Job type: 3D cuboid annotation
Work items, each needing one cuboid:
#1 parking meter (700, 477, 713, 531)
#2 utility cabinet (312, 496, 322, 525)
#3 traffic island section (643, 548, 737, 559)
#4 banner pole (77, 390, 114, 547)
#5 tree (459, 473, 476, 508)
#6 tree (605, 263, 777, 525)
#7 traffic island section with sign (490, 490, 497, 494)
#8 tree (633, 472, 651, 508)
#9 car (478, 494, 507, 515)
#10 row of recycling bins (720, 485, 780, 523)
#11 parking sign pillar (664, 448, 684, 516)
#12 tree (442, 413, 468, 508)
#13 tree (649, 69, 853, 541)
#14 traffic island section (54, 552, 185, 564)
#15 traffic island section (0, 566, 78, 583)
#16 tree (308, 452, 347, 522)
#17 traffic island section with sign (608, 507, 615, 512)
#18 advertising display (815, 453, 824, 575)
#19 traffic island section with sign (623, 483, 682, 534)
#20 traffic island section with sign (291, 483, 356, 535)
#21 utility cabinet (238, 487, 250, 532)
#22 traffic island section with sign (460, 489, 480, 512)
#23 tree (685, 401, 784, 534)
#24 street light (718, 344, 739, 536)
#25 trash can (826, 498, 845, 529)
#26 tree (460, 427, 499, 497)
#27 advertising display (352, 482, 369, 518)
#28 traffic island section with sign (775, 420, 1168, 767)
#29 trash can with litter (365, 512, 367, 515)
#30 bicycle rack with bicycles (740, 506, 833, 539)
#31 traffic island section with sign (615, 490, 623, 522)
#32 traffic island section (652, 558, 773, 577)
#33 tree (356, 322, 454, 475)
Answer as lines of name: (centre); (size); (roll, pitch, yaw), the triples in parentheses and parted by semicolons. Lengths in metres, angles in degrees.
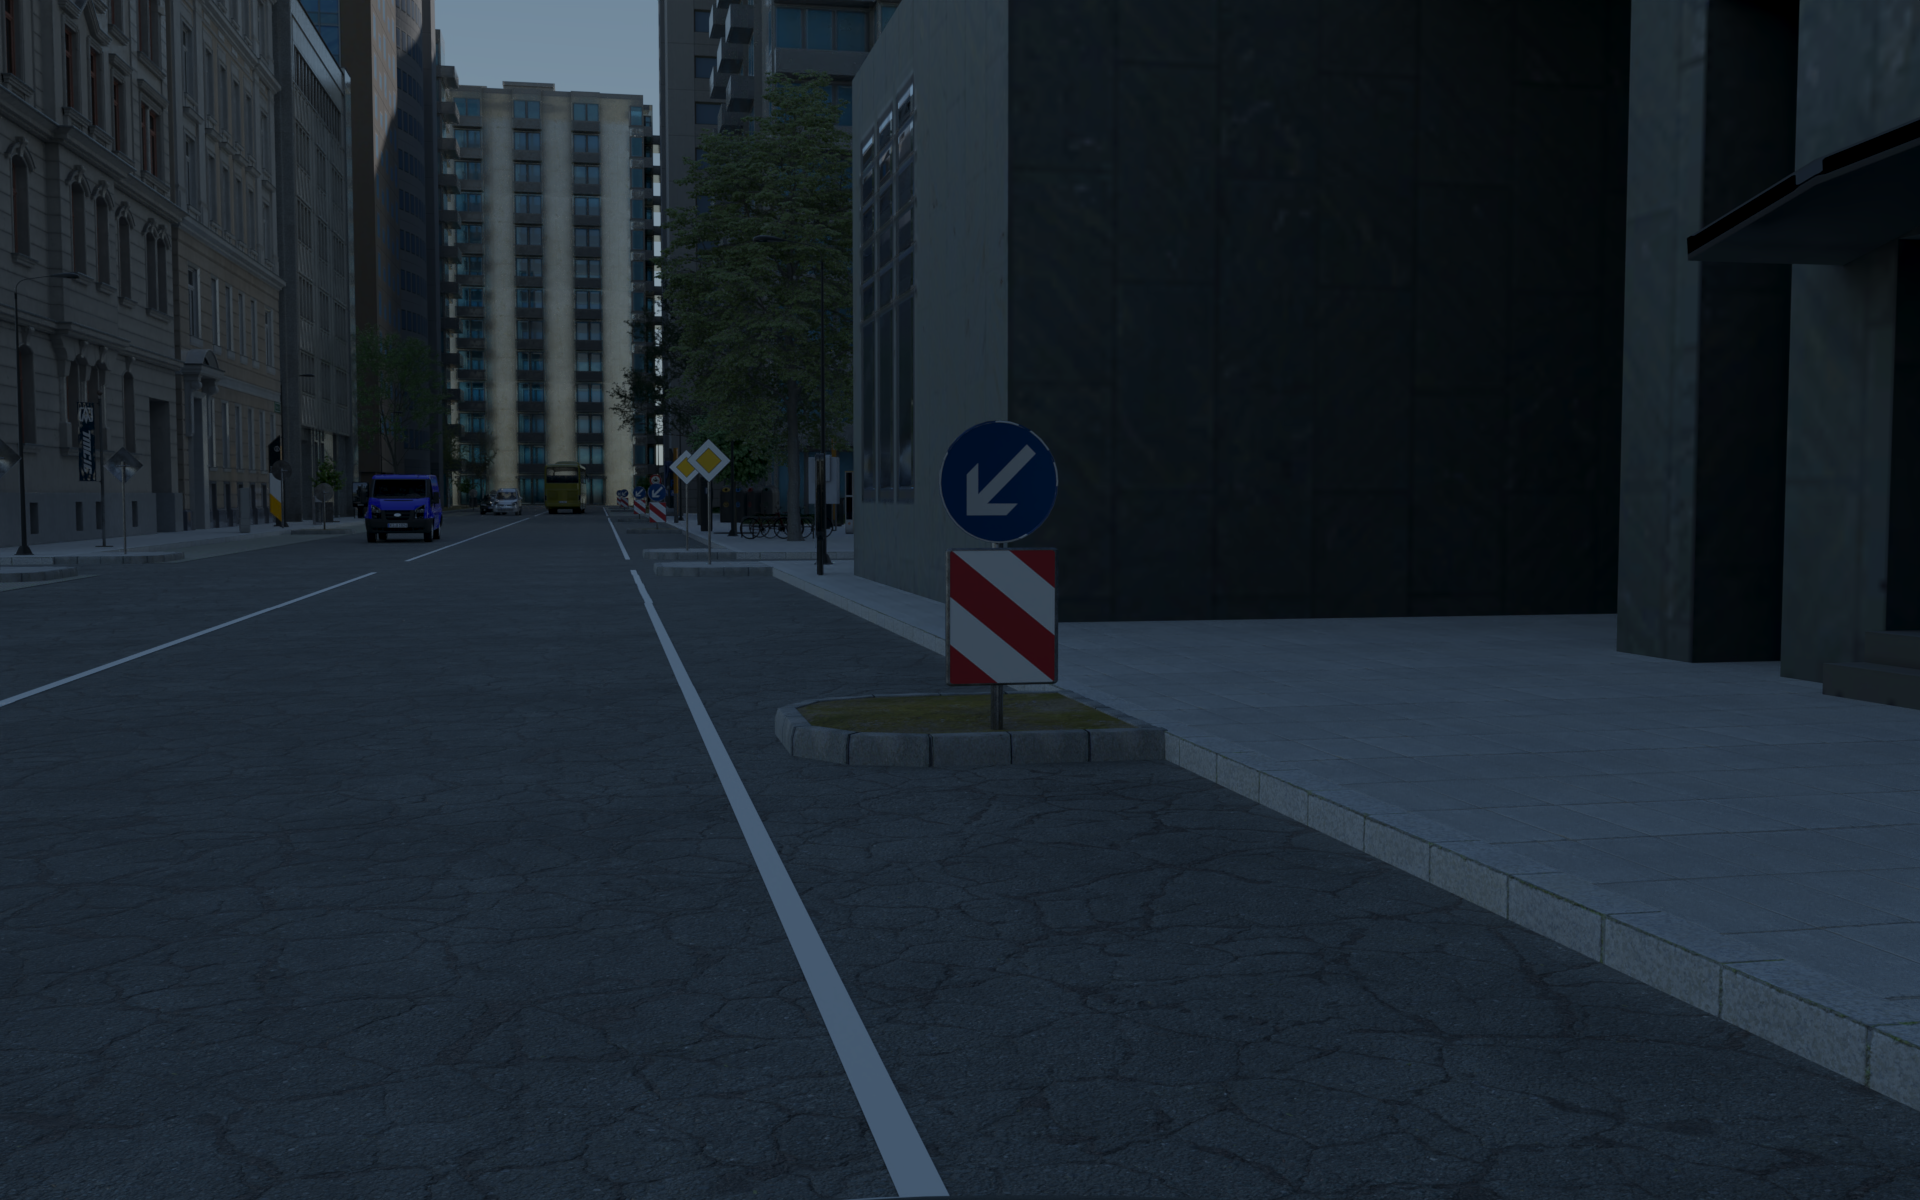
parking meter: (-8.705, -3.292, 59.538); (0.399, 1.863, 0.255); (-2, 4, -32)
utility cabinet: (-26.839, -3.739, 72.296); (0.306, 1.237, 1.020); (-2, 4, -26)
traffic island section: (-6.171, -1.043, 39.338); (2.009, 0.180, 2.903); (-1, 4, -12)
banner pole: (-20.845, -3.159, 41.667); (0.401, 3.779, 0.863); (2, 4, 26)
tree: (-45.985, -10.223, 161.743); (1.663, 3.219, 1.824); (0, 3, 0)
tree: (-10.966, -8.340, 70.777); (7.601, 10.594, 8.767); (-3, 4, -37)
traffic island section with sign: (-44.152, -9.516, 164.212); (1.989, 1.847, 2.006); (-1, 4, -12)
tree: (-30.043, -10.269, 162.502); (1.663, 3.219, 1.824); (0, 3, 0)
car: (-32.731, -6.835, 121.531); (2.009, 1.686, 4.222); (-1, 4, -13)
row of recycling bins: (-9.373, -4.288, 77.220); (3.534, 1.692, 1.069); (3, 5, 40)
parking sign pillar: (-16.923, -6.903, 101.339); (1.447, 3.967, 1.447); (-1, 4, -22)
tree: (-45.987, -12.539, 155.370); (4.737, 8.622, 4.395); (0, 3, 0)
tree: (-4.573, -7.856, 46.579); (7.486, 12.596, 7.792); (0, 3, 0)
traffic island section: (-17.811, -0.895, 36.914); (2.009, 0.180, 2.903); (-1, 4, -12)
traffic island section: (-16.174, -0.417, 29.098); (2.009, 0.180, 2.903); (-1, 4, -12)
tree: (-28.875, -5.146, 78.744); (1.663, 3.219, 1.824); (0, 3, 0)
traffic island section with sign: (-27.035, -7.970, 138.940); (1.989, 1.847, 2.006); (-1, 4, -12)
advertising display: (-2.244, -1.375, 27.702); (0.123, 1.923, 0.974); (0, 4, -6)
traffic island section with sign: (-11.214, -3.351, 63.417); (1.989, 1.847, 2.006); (-1, 4, -12)
traffic island section with sign: (-22.711, -3.255, 61.852); (1.989, 1.847, 2.006); (-1, 4, -12)
utility cabinet: (-23.838, -2.996, 57.660); (0.318, 1.500, 1.173); (-2, 4, -25)
traffic island section with sign: (-38.457, -7.854, 137.047); (1.989, 1.847, 2.006); (-1, 4, -12)
tree: (-7.248, -4.441, 56.330); (4.285, 4.588, 4.351); (0, 3, 0)
street light: (-7.434, -4.881, 52.352); (1.470, 5.913, 1.316); (-1, 4, -12)
trash can: (-4.899, -3.476, 68.485); (0.748, 1.137, 0.748); (0, 3, 0)
tree: (-51.490, -14.415, 186.047); (4.360, 8.622, 3.978); (0, 3, 0)
advertising display: (-31.496, -5.250, 91.053); (0.974, 1.923, 0.123); (1, 4, 17)
traffic island section with sign: (-0.045, -0.089, 10.083); (1.989, 1.847, 2.006); (-1, 4, -12)
trash can with litter: (-37.001, -5.802, 105.922); (2.233, 1.210, 1.678); (2, 4, 31)
bicycle rack with bicycles: (-5.139, -2.264, 50.407); (2.925, 0.926, 2.852); (-1, 4, -17)
traffic island section with sign: (-16.745, -4.965, 89.801); (1.989, 1.847, 2.006); (-1, 4, -12)
traffic island section: (-4.534, -0.565, 31.522); (2.009, 0.180, 2.903); (-1, 4, -12)
tree: (-34.487, -10.995, 105.517); (9.928, 11.665, 9.643); (0, 3, 0)
